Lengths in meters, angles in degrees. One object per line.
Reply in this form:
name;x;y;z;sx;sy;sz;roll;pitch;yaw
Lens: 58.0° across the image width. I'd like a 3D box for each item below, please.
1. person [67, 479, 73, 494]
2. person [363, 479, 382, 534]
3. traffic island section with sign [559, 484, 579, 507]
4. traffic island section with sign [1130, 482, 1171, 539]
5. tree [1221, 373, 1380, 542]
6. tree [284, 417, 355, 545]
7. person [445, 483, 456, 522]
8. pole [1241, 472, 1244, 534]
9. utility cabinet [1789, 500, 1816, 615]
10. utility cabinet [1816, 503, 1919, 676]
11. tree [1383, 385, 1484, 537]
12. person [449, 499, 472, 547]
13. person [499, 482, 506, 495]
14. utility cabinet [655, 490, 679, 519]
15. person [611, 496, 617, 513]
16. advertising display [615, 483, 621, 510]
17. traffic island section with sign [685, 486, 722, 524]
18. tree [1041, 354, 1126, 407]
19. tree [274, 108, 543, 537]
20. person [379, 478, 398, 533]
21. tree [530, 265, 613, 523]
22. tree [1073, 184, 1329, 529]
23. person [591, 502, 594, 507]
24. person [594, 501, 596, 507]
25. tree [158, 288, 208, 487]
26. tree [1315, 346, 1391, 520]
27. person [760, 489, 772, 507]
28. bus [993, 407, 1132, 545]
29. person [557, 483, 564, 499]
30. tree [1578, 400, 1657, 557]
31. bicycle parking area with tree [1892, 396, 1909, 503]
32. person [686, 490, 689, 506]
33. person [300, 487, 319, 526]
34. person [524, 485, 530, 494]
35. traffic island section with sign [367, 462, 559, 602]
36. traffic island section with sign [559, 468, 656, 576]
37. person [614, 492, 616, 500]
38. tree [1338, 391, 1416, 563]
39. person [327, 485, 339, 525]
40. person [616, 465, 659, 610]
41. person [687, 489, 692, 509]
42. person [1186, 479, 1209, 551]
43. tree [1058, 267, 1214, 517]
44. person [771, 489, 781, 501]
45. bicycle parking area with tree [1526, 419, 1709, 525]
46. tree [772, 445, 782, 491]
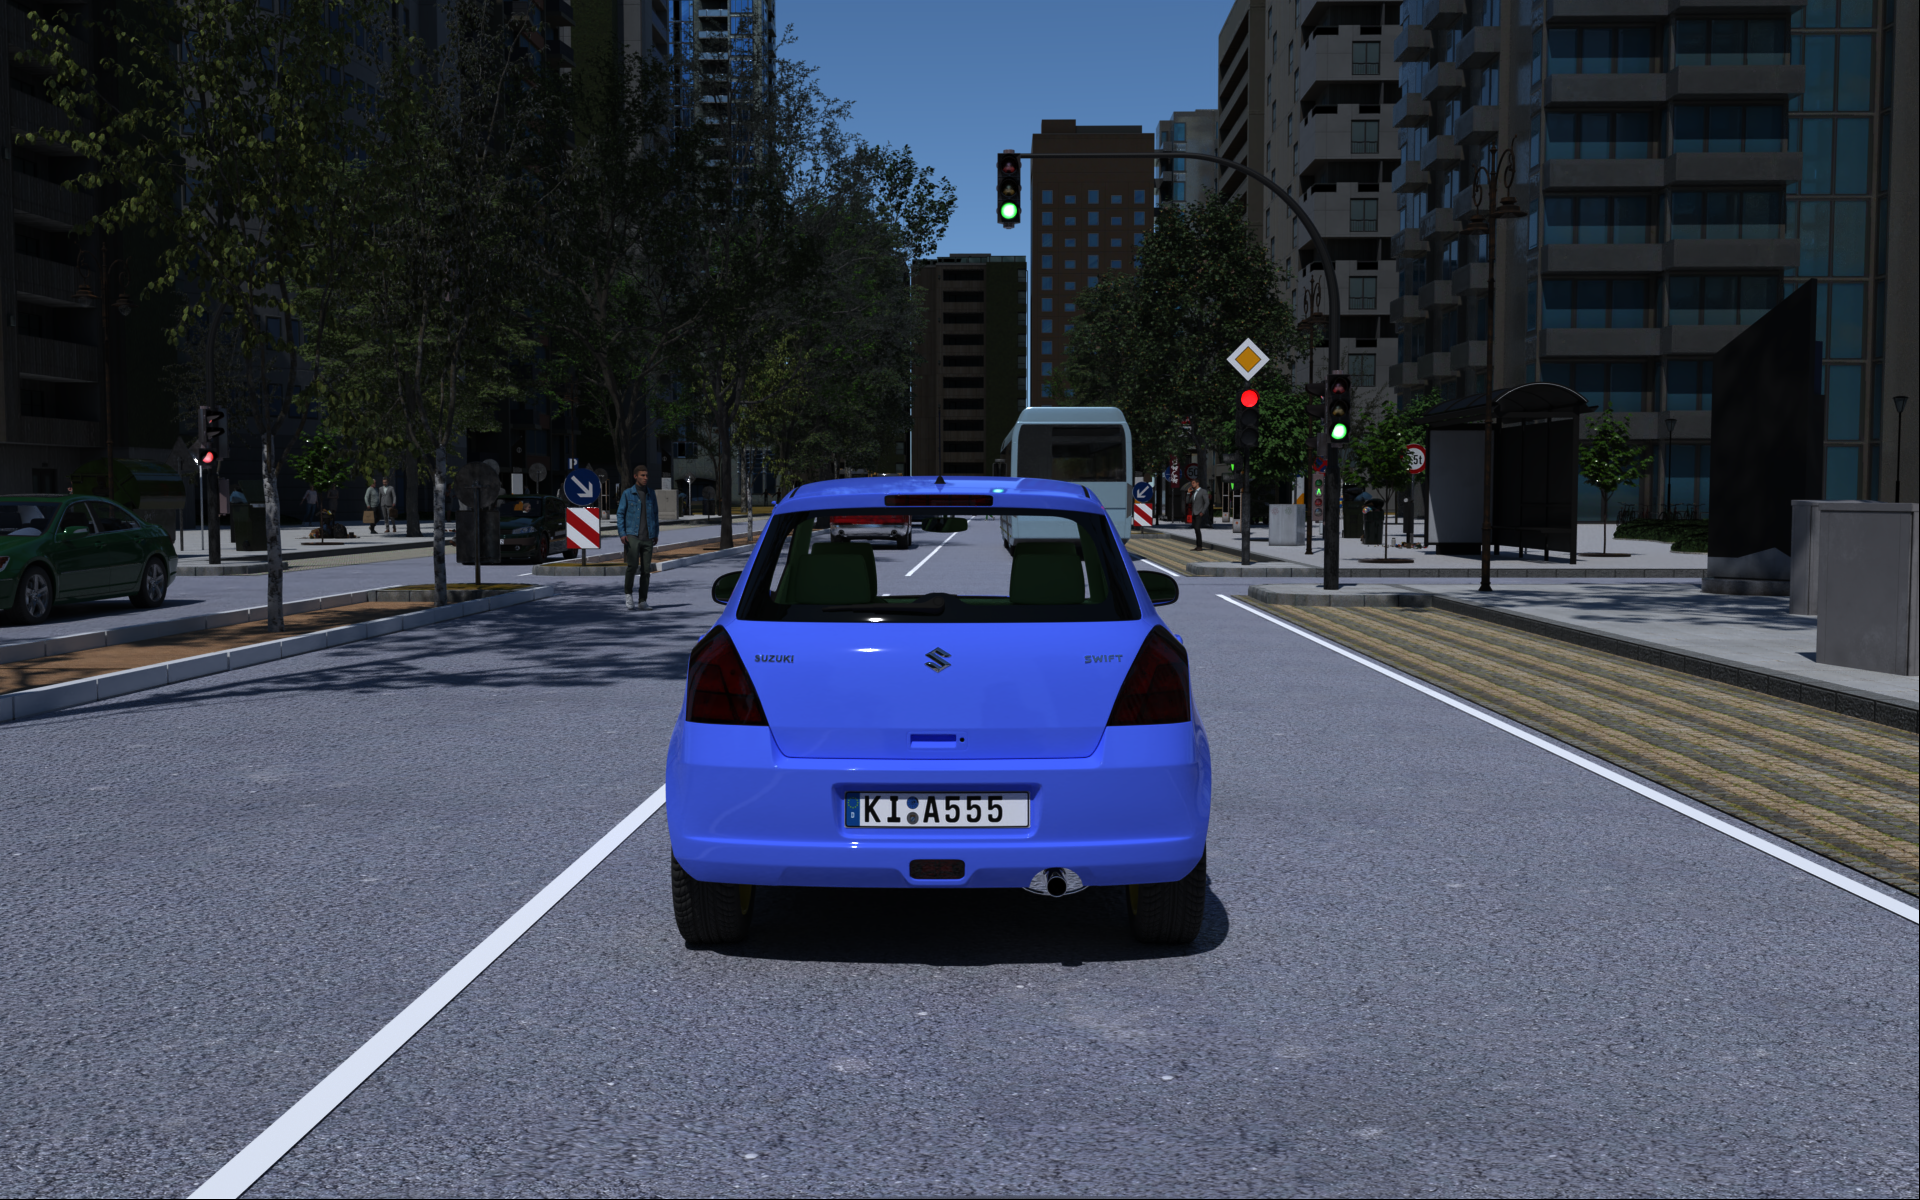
person;-21.940;-2.235;42.938;0.532;1.782;0.716;0;4;-8
person;-18.999;-3.017;55.865;0.515;1.767;0.782;1;4;12
traffic island section with sign;-12.779;-2.915;56.294;1.989;1.847;2.006;0;4;1
traffic island section with sign;5.744;-2.899;56.028;1.989;1.847;2.006;0;4;1
tree;8.590;-3.879;47.128;4.285;4.588;4.351;0;3;0
tree;-15.982;-3.003;43.703;1.663;3.219;1.824;0;3;0
person;-23.455;-4.475;79.571;0.532;1.782;0.716;2;4;23
pole;9.098;-3.757;55.272;0.158;3.312;0.155;0;3;0
utility cabinet;9.405;-0.451;18.541;1.020;1.237;0.306;-1;4;-18
utility cabinet;6.733;-0.093;12.679;0.306;1.237;1.020;-1;4;-9
tree;14.184;-4.148;51.529;4.285;4.588;4.351;0;3;0
person;-13.416;-2.345;46.961;0.853;1.813;0.709;-3;4;-38
person;-18.075;-3.747;67.707;0.834;1.777;0.661;2;4;30
utility cabinet;-14.697;-4.772;86.701;1.173;1.500;0.318;1;4;11
person;-22.919;-6.730;116.103;0.705;1.821;1.348;-3;5;-42
advertising display;-19.101;-5.606;96.877;0.123;1.923;0.974;-1;4;-23
traffic island section with sign;-12.163;-4.593;83.716;1.989;1.847;2.006;0;4;1
tree;9.957;-12.197;125.168;9.928;11.665;9.643;0;3;0
tree;-16.178;-8.120;50.883;7.486;12.596;7.792;0;3;0
person;-19.122;-3.161;57.850;0.709;1.813;0.853;0;4;-2
tree;-14.991;-9.219;76.490;9.928;11.665;9.643;0;3;0
tree;9.047;-9.030;64.641;9.611;12.733;9.660;0;3;0
person;-19.056;-5.083;88.960;0.447;1.846;0.655;3;5;43
person;-27.580;-7.539;130.020;0.721;1.736;1.217;3;5;41
tree;-25.628;-6.692;59.783;4.360;8.622;3.978;0;3;0
tree;19.458;-8.369;87.193;4.360;8.622;3.978;0;3;0
person;-19.617;-10.350;175.271;1.348;1.822;0.705;1;4;20
bus;2.376;-2.954;43.159;2.948;3.499;13.247;0;4;0
person;-19.994;-4.982;87.352;0.661;1.843;0.795;-1;4;-10
tree;13.411;-2.505;35.558;1.663;3.219;1.824;0;3;0
bicycle parking area with tree;30.142;-3.921;51.116;8.231;4.147;9.016;1;4;10
person;-26.139;-9.793;166.828;0.621;1.740;0.551;-1;4;-20
person;-26.050;-3.817;69.121;0.598;1.740;0.731;2;4;27
person;-25.398;-5.835;101.561;0.853;1.813;0.709;-1;4;-17
traffic island section with sign;-6.815;-0.958;23.798;2.006;1.907;1.989;0;4;1
traffic island section with sign;-6.639;-1.411;31.203;2.006;1.907;1.989;0;4;1
person;-21.820;-6.410;110.987;0.705;1.807;1.348;2;4;25
tree;8.084;-2.320;32.526;1.663;3.219;1.824;0;3;0
person;-25.696;-3.953;71.016;0.374;1.781;0.599;3;4;37
person;-3.968;-0.767;21.380;0.601;1.785;0.444;-2;4;-31
person;-22.568;-8.475;145.134;0.750;1.759;0.617;3;5;45
person;5.957;-2.129;43.489;0.473;1.802;0.592;-1;4;-15
tree;9.685;-11.576;95.922;9.857;13.997;8.962;0;3;0
person;-14.294;-7.948;136.818;1.217;1.723;0.721;0;4;-5
bicycle parking area with tree;24.504;-4.866;66.562;8.231;4.147;9.016;2;4;25
tree;-14.120;-11.991;146.408;4.360;8.622;3.978;0;3;0
